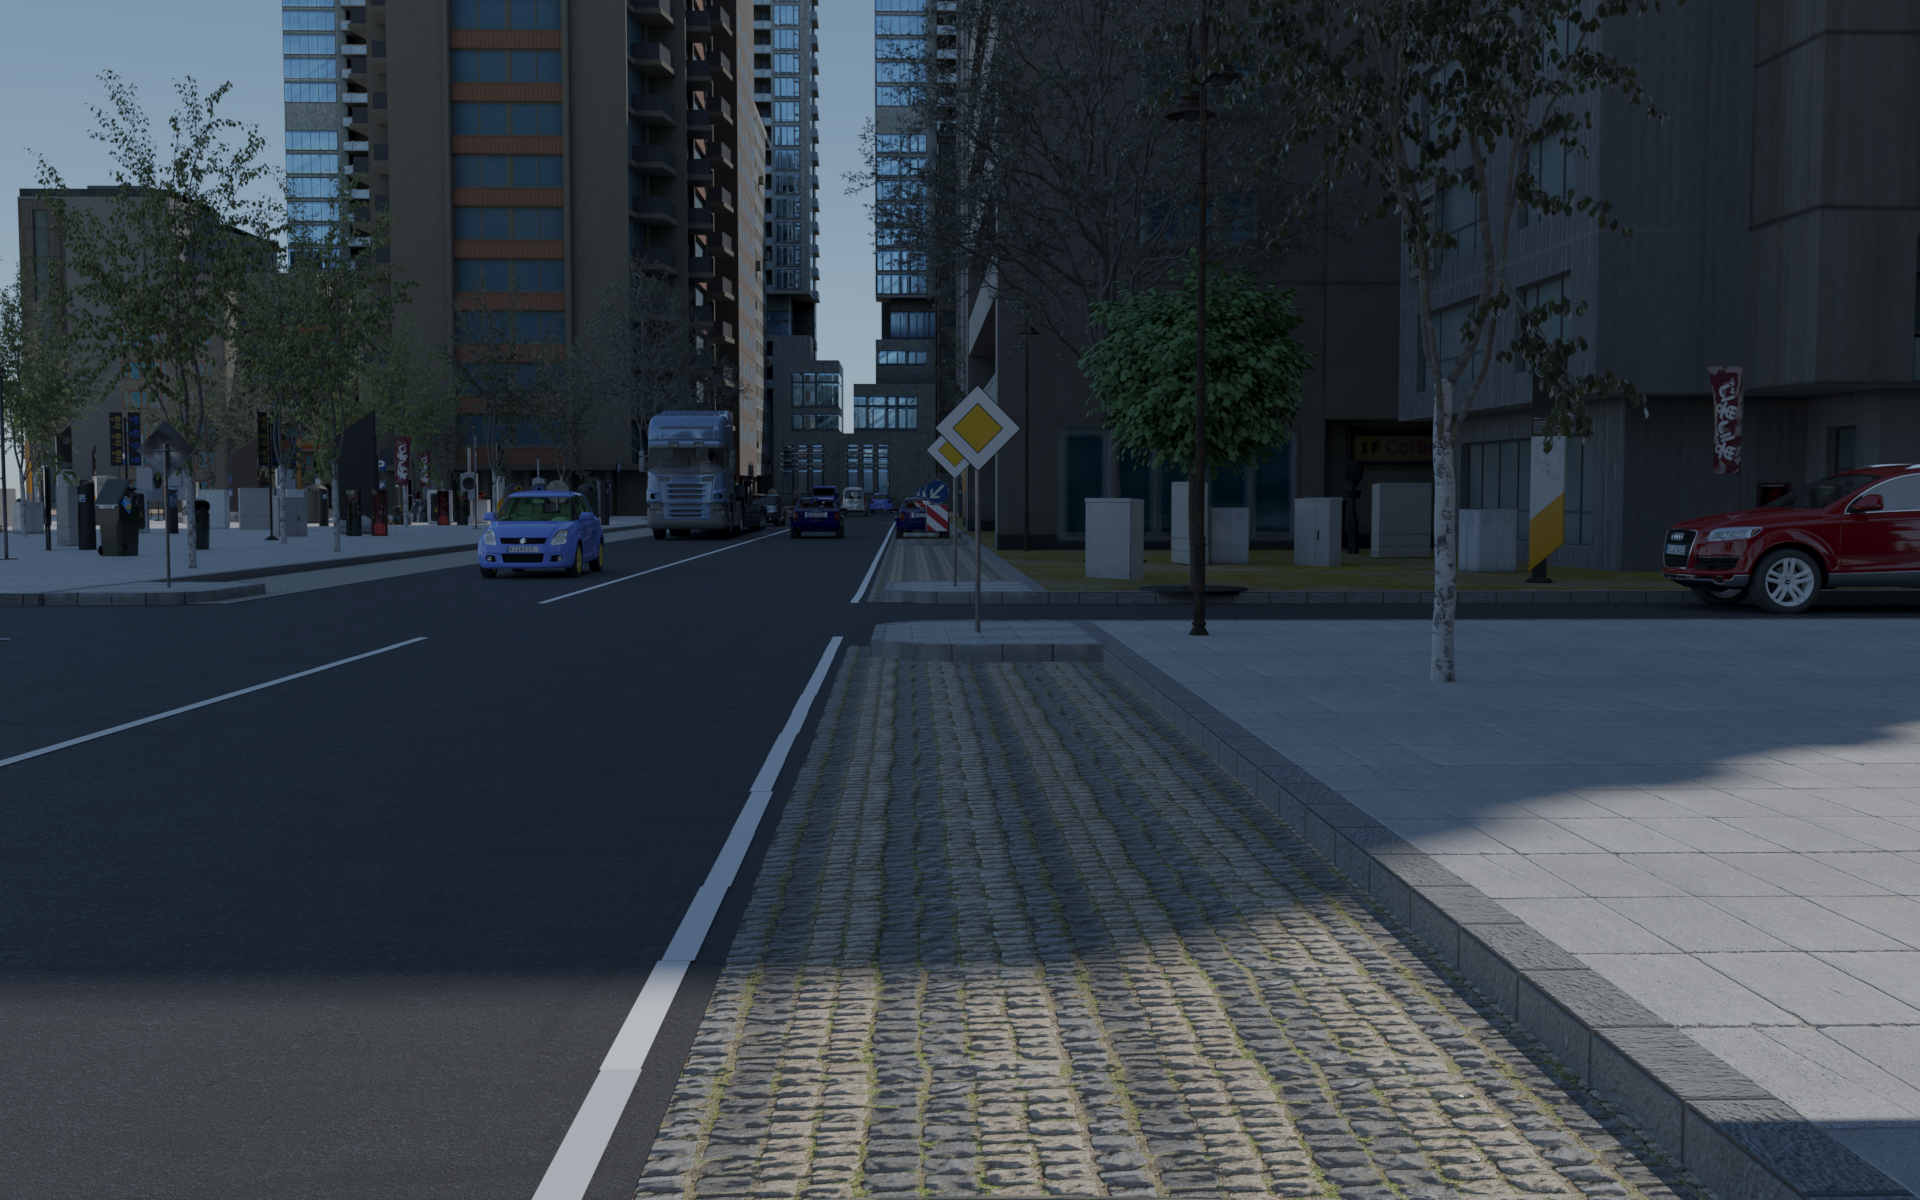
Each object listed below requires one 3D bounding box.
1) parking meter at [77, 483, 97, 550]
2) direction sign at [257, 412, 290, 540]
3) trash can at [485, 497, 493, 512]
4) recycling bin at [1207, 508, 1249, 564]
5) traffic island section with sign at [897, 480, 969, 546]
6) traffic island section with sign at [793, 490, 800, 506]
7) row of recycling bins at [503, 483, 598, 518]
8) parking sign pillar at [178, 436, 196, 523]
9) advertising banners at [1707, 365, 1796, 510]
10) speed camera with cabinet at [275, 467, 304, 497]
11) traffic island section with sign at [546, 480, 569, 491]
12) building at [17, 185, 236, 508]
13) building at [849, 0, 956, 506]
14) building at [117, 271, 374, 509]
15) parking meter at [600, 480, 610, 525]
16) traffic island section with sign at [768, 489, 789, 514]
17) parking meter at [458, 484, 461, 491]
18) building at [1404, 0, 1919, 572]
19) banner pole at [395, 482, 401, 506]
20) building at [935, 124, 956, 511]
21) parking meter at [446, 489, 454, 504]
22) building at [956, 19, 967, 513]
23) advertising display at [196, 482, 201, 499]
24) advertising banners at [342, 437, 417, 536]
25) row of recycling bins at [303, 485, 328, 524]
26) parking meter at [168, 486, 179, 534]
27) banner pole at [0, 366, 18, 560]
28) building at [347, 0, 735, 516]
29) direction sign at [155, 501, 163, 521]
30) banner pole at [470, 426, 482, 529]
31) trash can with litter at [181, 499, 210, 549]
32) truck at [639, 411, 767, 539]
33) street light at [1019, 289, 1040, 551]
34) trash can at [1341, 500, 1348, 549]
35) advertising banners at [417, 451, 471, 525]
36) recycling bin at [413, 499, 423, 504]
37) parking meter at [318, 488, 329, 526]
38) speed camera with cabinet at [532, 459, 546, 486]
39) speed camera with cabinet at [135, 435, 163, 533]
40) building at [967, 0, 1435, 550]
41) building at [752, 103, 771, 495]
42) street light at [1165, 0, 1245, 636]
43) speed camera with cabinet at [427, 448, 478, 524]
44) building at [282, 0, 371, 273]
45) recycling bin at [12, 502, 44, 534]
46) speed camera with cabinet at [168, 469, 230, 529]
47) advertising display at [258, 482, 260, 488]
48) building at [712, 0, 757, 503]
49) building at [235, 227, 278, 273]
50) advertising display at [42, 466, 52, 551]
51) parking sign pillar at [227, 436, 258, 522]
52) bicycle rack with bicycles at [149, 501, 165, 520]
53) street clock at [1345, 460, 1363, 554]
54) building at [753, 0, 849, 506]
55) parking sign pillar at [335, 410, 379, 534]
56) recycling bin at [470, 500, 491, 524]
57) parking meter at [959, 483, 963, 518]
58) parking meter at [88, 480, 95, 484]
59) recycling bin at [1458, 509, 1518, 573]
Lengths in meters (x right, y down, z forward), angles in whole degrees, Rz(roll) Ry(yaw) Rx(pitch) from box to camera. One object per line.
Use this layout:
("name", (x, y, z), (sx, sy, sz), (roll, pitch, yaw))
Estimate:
("parking meter", (-20.048, -1.917, 39.758), (0.372, 1.533, 0.369), (0, 3, 0))
("direction sign", (-19.156, -3.431, 48.099), (0.379, 3.537, 0.876), (1, 4, 19))
("trash can", (-24.058, -4.723, 88.875), (0.748, 1.137, 0.748), (0, 3, 0))
("recycling bin", (4.923, -1.184, 31.919), (0.722, 1.027, 0.722), (0, 4, 2))
("traffic island section with sign", (-0.767, -2.450, 48.684), (1.989, 1.847, 2.006), (0, 4, -2))
("traffic island section with sign", (-14.351, -8.810, 152.663), (1.989, 1.847, 2.006), (0, 4, -2))
("row of recycling bins", (-15.501, -3.578, 65.613), (3.534, 1.692, 1.069), (-1, 4, -11))
("parking sign pillar", (-34.791, -5.441, 77.432), (1.447, 3.967, 1.447), (1, 4, 16))
("advertising banners", (11.174, -1.683, 23.702), (2.074, 3.025, 0.090), (0, 4, -5))
("speed camera with cabinet", (-23.758, -4.103, 61.423), (0.660, 3.252, 2.038), (-2, 4, -32))
("traffic island section with sign", (-11.283, -2.432, 48.386), (1.989, 1.847, 2.006), (0, 4, -2))
("building", (-79.467, -24.118, 166.035), (14.107, 30.474, 14.160), (0, 4, -2))
("building", (2.331, -53.789, 192.125), (31.000, 86.520, 22.319), (0, 4, -2))
("building", (-56.776, -19.259, 159.931), (28.899, 21.520, 27.650), (0, 4, -2))
("parking meter", (-14.533, -3.986, 70.887), (0.255, 1.863, 0.399), (1, 4, 12))
("traffic island section with sign", (-13.556, -7.162, 125.719), (1.989, 1.847, 2.006), (0, 4, -2))
("parking meter", (-26.541, -5.300, 92.374), (0.399, 1.863, 0.255), (-1, 4, -8))
("building", (16.755, -21.221, 30.562), (14.086, 41.232, 14.154), (0, 4, -2))
("banner pole", (-25.147, -5.349, 77.474), (0.401, 3.779, 0.863), (-2, 4, -32))
("building", (5.234, -22.418, 138.237), (14.160, 30.474, 14.107), (0, 4, -2))
("parking meter", (-25.937, -4.872, 88.061), (0.372, 1.533, 0.369), (0, 3, 0))
("building", (10.249, -35.111, 116.068), (21.231, 58.520, 28.212), (0, 4, -2))
("advertising display", (-39.998, -5.235, 90.808), (0.123, 1.923, 0.974), (-3, 5, -43))
("advertising banners", (-17.729, -3.459, 52.740), (2.074, 3.025, 0.090), (0, 4, -7))
("row of recycling bins", (-28.539, -4.247, 76.548), (1.069, 1.692, 3.534), (-2, 4, -28))
("parking meter", (-25.473, -2.909, 55.969), (0.372, 1.533, 0.369), (0, 3, 0))
("banner pole", (-18.941, -2.683, 33.890), (0.863, 3.779, 0.401), (0, 4, 4))
("building", (-26.550, -27.990, 112.256), (22.147, 44.769, 28.867), (0, 4, -2))
("direction sign", (-37.748, -5.473, 81.485), (0.379, 3.537, 0.876), (-1, 4, -14))
("banner pole", (-17.699, -4.481, 63.276), (0.401, 3.779, 0.863), (-1, 4, -20))
("trash can with litter", (-17.775, -1.767, 40.283), (0.624, 1.170, 1.055), (-2, 4, -26))
("truck", (-8.761, -4.404, 61.770), (2.967, 4.110, 18.799), (0, 4, -2))
("street light", (1.502, -4.046, 38.932), (0.468, 5.910, 1.993), (0, 4, -2))
("trash can", (8.319, -1.661, 38.810), (0.748, 1.137, 0.748), (0, 3, 0))
("advertising banners", (-21.173, -4.577, 71.016), (2.074, 3.025, 0.090), (-1, 4, -15))
("recycling bin", (-26.253, -4.322, 83.219), (0.722, 1.027, 0.722), (0, 4, -4))
("parking meter", (-25.341, -3.703, 68.962), (0.372, 1.533, 0.369), (0, 3, 0))
("speed camera with cabinet", (-23.221, -6.367, 98.441), (2.038, 3.252, 0.660), (0, 4, 1))
("speed camera with cabinet", (-27.065, -3.840, 57.113), (0.660, 3.252, 2.038), (0, 4, 2))
("building", (11.186, -26.004, 48.872), (21.300, 48.544, 21.600), (0, 4, -2))
("building", (-29.751, -28.488, 157.656), (23.993, 40.220, 32.217), (0, 4, -2))
("street light", (2.175, -2.618, 15.589), (0.468, 5.910, 1.993), (0, 4, -2))
("speed camera with cabinet", (-21.540, -4.843, 73.512), (2.038, 3.252, 0.660), (-1, 4, -12))
("building", (-60.397, -53.682, 190.373), (31.000, 86.520, 22.319), (0, 4, -2))
("recycling bin", (-30.180, -2.662, 56.076), (0.722, 1.027, 0.722), (3, 5, 39))
("speed camera with cabinet", (-28.209, -4.270, 64.149), (2.038, 3.252, 0.660), (-1, 4, -9))
("advertising display", (-37.826, -5.381, 93.187), (0.123, 1.923, 0.974), (0, 4, -7))
("building", (-23.427, -29.608, 134.203), (14.600, 45.320, 14.200), (0, 4, -2))
("building", (-82.812, -25.403, 187.033), (14.107, 30.474, 14.160), (0, 4, -2))
("advertising display", (-20.813, -2.096, 39.485), (0.123, 1.923, 0.974), (-2, 4, -30))
("parking sign pillar", (-33.361, -5.631, 80.545), (1.447, 3.967, 1.447), (2, 4, 34))
("bicycle rack with bicycles", (-39.691, -4.368, 84.796), (2.852, 0.926, 2.925), (-2, 4, -31))
("street clock", (8.410, -1.984, 37.002), (0.358, 2.002, 0.471), (2, 4, 35))
("building", (-28.653, -53.730, 191.152), (31.000, 86.520, 22.319), (0, 4, -2))
("parking sign pillar", (-19.433, -4.118, 55.799), (1.447, 3.967, 1.447), (0, 4, 0))
("recycling bin", (-20.678, -3.801, 74.695), (0.722, 1.027, 0.722), (0, 4, -4))
("parking meter", (0.133, -5.393, 93.887), (0.255, 1.863, 0.399), (-3, 4, -37))
("parking meter", (-36.553, -4.110, 72.908), (0.255, 1.863, 0.399), (-2, 4, -27))
("recycling bin", (8.690, -0.977, 28.524), (0.722, 1.027, 0.722), (-1, 4, -8))
